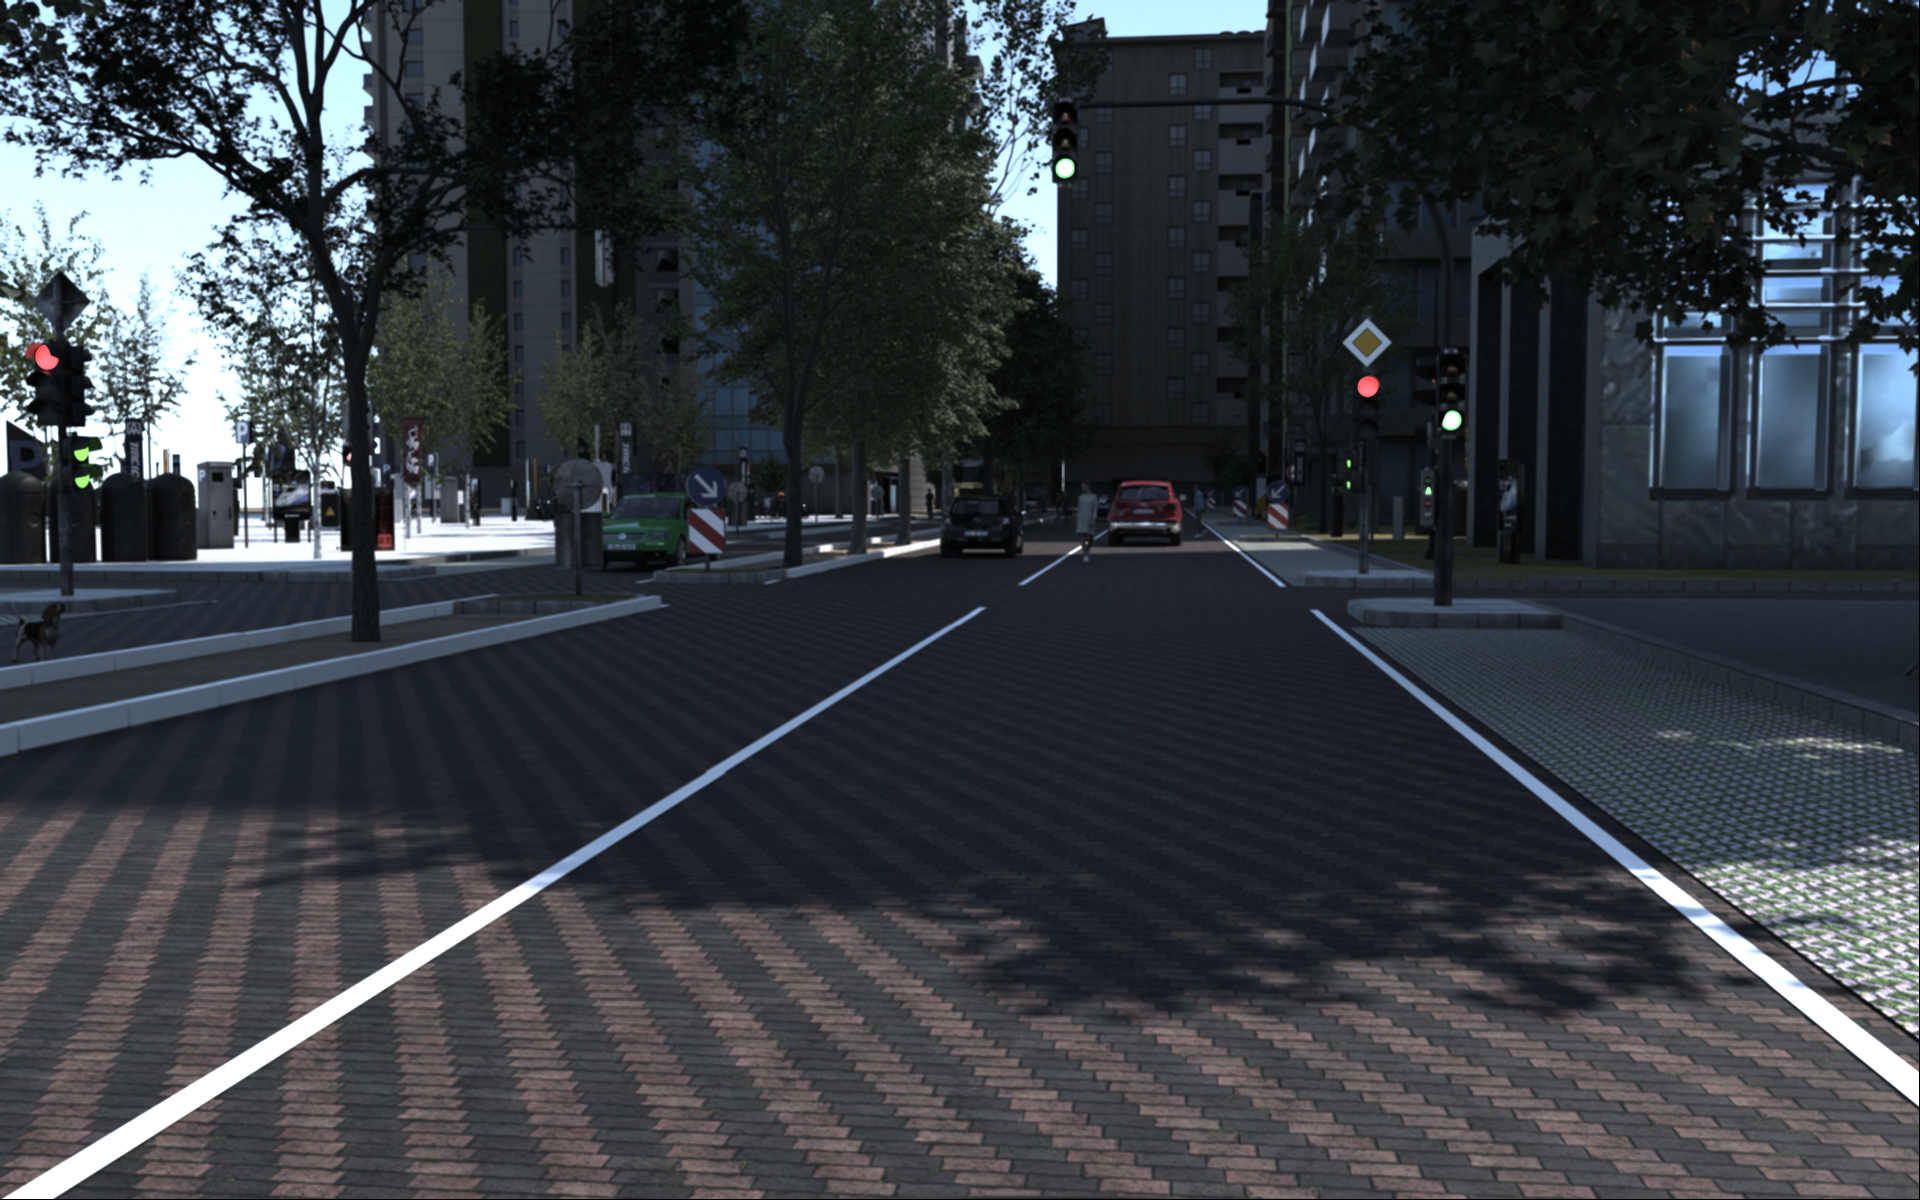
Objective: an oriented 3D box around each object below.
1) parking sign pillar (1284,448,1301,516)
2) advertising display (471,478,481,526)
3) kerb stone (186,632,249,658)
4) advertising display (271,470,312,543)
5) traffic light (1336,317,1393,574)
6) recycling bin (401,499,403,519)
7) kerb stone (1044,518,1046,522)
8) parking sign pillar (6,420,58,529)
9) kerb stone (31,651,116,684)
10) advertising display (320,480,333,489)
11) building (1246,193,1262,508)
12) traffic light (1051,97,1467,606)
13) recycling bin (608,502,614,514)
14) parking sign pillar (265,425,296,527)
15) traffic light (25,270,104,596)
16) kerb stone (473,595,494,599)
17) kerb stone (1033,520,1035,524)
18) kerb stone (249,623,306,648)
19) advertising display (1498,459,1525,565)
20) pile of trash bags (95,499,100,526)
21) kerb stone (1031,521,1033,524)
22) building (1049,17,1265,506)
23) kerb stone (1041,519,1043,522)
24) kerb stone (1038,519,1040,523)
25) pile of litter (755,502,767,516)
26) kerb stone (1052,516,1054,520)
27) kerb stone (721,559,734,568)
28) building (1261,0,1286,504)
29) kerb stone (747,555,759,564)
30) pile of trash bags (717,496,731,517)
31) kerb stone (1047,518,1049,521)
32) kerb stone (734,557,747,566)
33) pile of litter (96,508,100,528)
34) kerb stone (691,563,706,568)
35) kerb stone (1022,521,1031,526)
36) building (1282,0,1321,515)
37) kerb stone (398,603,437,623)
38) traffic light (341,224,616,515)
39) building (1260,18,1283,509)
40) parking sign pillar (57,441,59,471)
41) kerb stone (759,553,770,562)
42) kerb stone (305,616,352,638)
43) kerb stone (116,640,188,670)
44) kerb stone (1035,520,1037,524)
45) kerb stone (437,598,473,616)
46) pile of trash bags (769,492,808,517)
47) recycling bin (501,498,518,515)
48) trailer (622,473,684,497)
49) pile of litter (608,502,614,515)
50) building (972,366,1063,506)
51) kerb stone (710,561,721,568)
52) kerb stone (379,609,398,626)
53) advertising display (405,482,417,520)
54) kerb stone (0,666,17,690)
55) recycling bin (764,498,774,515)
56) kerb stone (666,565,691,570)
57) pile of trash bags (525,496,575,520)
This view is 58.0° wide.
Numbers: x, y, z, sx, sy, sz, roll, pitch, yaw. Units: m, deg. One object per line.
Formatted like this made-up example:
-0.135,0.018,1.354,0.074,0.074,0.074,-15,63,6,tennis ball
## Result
19.161,-6.873,100.844,1.447,3.967,1.447,1,4,17,parking sign pillar
-19.334,-3.913,69.198,0.123,1.923,0.974,-2,4,-30,advertising display
-6.704,0.410,15.498,0.120,0.150,1.000,0,4,7,kerb stone
-17.614,-2.474,45.659,0.974,1.923,0.123,-1,4,-9,advertising display
6.468,-2.374,27.730,0.839,4.253,0.868,0,4,7,traffic light
-28.738,-4.606,87.865,0.722,1.027,0.722,-3,4,-37,recycling bin
4.181,-4.085,88.988,0.120,0.150,1.000,0,4,7,kerb stone
-33.852,-4.554,62.931,1.447,3.967,1.447,-3,4,-37,parking sign pillar
-6.937,0.534,13.464,0.120,0.150,1.000,0,4,7,kerb stone
-30.140,-4.706,82.160,0.974,1.923,0.123,0,4,-6,advertising display
34.782,-24.205,167.460,14.160,30.474,14.107,0,4,7,building
3.435,-2.767,19.907,4.771,5.953,1.251,0,4,7,traffic light
-20.294,-5.344,99.927,0.722,1.027,0.722,1,4,16,recycling bin
-26.184,-4.808,67.089,1.447,3.967,1.447,-3,5,-43,parking sign pillar
-11.272,-2.010,21.778,0.839,4.253,0.868,0,4,7,traffic light
-5.970,0.036,21.611,0.120,0.150,1.000,0,4,7,kerb stone
3.325,-3.650,81.865,0.120,0.150,1.000,0,4,7,kerb stone
-6.570,0.354,16.523,0.120,0.150,1.000,0,4,7,kerb stone
10.143,-1.633,31.908,0.123,1.923,0.974,0,4,-3,advertising display
-35.356,-3.653,69.476,1.912,1.369,3.447,1,4,21,pile of trash bags
3.205,-3.587,80.850,0.120,0.150,1.000,0,4,7,kerb stone
24.954,-37.357,200.025,27.495,52.752,28.713,0,4,7,building
3.935,-3.954,86.958,0.120,0.150,1.000,0,4,7,kerb stone
3.693,-3.836,84.915,0.120,0.150,1.000,0,4,7,kerb stone
-12.067,-5.343,101.316,1.719,0.858,1.176,1,4,9,pile of litter
4.907,-4.451,95.096,0.120,0.150,1.000,0,4,7,kerb stone
-4.571,-0.679,33.324,0.120,0.150,1.000,0,4,7,kerb stone
34.418,-29.115,130.652,22.147,44.769,28.867,0,4,7,building
-4.325,-0.806,35.366,0.120,0.150,1.000,0,4,7,kerb stone
-13.470,-5.304,96.480,1.912,1.369,3.447,0,4,-1,pile of trash bags
4.432,-4.210,91.029,0.120,0.150,1.000,0,4,7,kerb stone
-4.451,-0.740,34.349,0.120,0.150,1.000,0,4,7,kerb stone
-32.042,-3.150,65.471,1.176,0.858,1.719,-1,4,-22,pile of litter
-4.810,-0.553,31.269,0.120,0.150,1.000,0,4,7,kerb stone
3.077,-3.525,79.833,0.120,0.150,1.000,0,4,7,kerb stone
27.485,-26.040,109.343,14.154,41.232,14.086,0,4,7,building
-6.211,0.160,19.581,0.120,0.150,1.000,0,4,7,kerb stone
-8.239,-3.353,29.495,4.771,5.953,1.251,0,4,7,traffic light
34.005,-30.750,152.872,14.600,45.320,14.200,0,4,7,building
-42.812,-5.788,83.111,1.447,3.967,1.447,-3,5,-42,parking sign pillar
-4.207,-0.864,36.384,0.120,0.150,1.000,0,4,7,kerb stone
-6.454,0.285,17.541,0.120,0.150,1.000,0,4,7,kerb stone
-6.814,0.473,14.482,0.120,0.150,1.000,0,4,7,kerb stone
3.445,-3.711,82.880,0.120,0.150,1.000,0,4,7,kerb stone
-6.083,0.098,20.595,0.120,0.150,1.000,0,4,7,kerb stone
-9.704,-5.316,96.666,1.912,1.369,3.447,-1,4,-20,pile of trash bags
-27.794,-5.769,106.880,0.722,1.027,0.722,2,4,30,recycling bin
-8.472,-2.445,47.030,1.471,1.999,3.904,0,4,7,trailer
-19.221,-4.978,95.354,1.719,0.858,1.176,-1,4,-14,pile of litter
-3.049,-21.972,204.273,28.899,21.520,27.650,0,4,7,building
-4.689,-0.618,32.292,0.120,0.150,1.000,0,4,7,kerb stone
-6.328,0.223,18.557,0.120,0.150,1.000,0,4,7,kerb stone
-27.181,-4.914,85.555,0.123,1.923,0.974,1,4,18,advertising display
-7.057,0.596,12.443,0.120,0.150,1.000,0,4,7,kerb stone
-11.488,-5.663,105.150,0.722,1.027,0.722,-1,4,-12,recycling bin
-4.941,-0.493,30.249,0.120,0.150,1.000,0,4,7,kerb stone
-19.841,-4.629,85.435,1.912,1.369,3.447,1,4,21,pile of trash bags
